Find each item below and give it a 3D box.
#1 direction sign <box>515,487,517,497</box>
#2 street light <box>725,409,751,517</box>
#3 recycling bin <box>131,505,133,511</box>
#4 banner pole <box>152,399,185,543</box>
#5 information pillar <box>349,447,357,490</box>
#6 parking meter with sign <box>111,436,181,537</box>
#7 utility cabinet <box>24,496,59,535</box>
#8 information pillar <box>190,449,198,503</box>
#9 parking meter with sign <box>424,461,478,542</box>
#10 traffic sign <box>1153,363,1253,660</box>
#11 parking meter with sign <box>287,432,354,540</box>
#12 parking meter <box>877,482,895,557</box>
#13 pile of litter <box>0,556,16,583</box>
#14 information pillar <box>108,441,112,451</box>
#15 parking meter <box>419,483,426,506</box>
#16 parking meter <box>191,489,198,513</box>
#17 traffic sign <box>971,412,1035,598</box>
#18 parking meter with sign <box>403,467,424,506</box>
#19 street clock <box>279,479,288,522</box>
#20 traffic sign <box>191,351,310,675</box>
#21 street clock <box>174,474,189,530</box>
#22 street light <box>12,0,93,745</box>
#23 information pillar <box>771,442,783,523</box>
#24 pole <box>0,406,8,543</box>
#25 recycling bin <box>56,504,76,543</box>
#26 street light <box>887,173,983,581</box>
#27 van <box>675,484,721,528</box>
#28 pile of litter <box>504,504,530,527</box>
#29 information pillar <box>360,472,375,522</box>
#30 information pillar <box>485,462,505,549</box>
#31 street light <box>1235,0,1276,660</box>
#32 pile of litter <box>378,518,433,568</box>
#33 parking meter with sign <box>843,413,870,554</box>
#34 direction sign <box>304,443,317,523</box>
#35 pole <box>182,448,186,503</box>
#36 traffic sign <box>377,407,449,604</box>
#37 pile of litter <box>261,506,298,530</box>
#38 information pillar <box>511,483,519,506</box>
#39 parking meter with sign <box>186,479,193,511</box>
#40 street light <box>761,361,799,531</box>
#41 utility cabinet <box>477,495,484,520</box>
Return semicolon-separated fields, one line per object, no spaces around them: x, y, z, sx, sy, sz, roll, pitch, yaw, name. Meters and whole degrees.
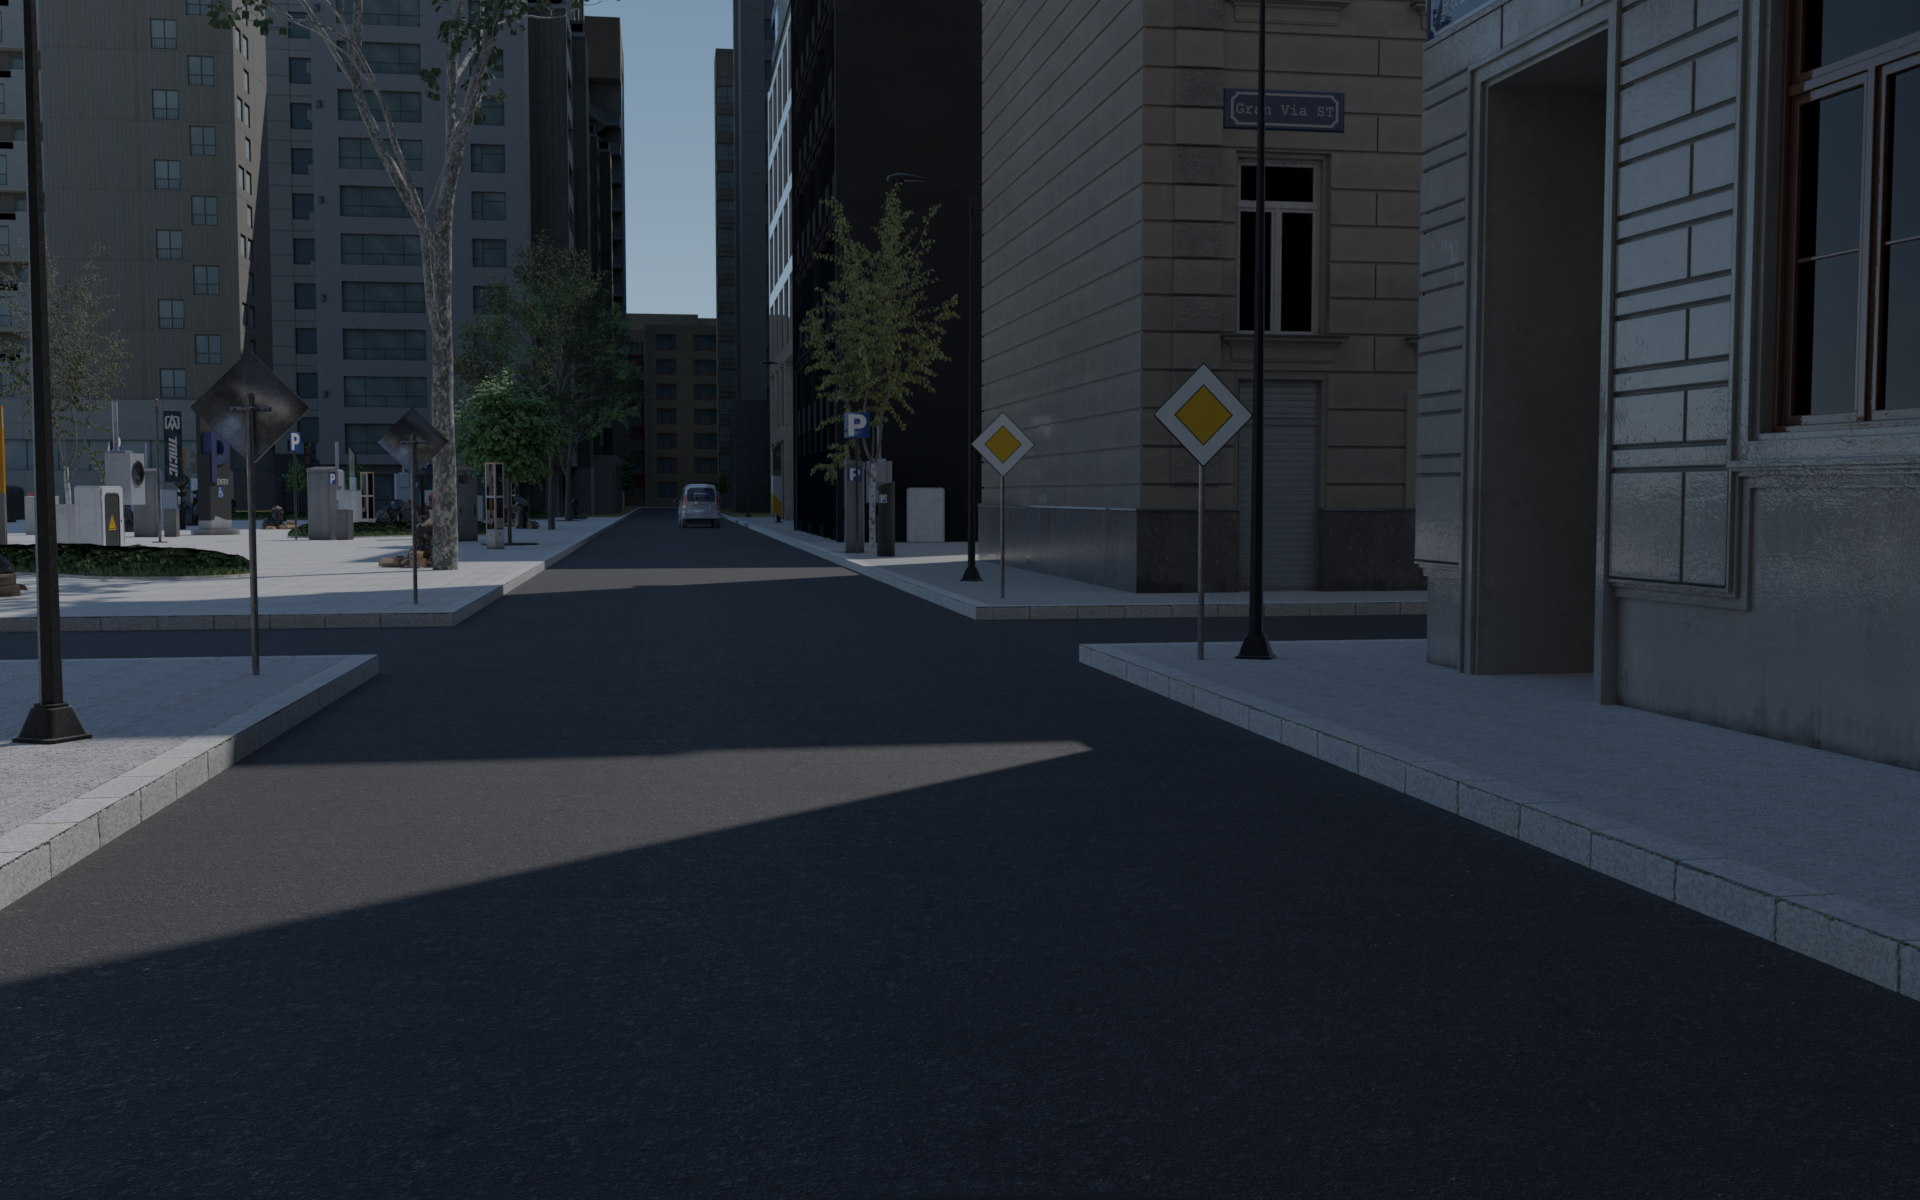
-18.323;-4.862;71.491;0.379;3.537;0.876;1;4;13;direction sign
-12.208;-7.506;95.258;1.470;5.913;1.316;-1;4;-10;street light
-37.212;-4.053;78.814;0.722;1.027;0.722;3;5;41;recycling bin
-20.928;-3.407;45.728;0.863;3.779;0.401;-3;5;-41;banner pole
-30.036;-5.770;85.696;0.504;3.616;0.183;3;4;37;information pillar
-24.257;-3.388;51.658;1.738;3.016;0.543;0;4;-6;parking meter with sign
-29.001;-2.664;54.714;1.020;1.237;0.306;1;4;10;utility cabinet
-40.063;-6.082;90.796;0.504;3.616;0.183;0;4;-1;information pillar
-13.488;-3.096;46.878;0.543;3.016;1.738;3;5;45;parking meter with sign
1.861;-0.594;13.356;0.795;2.450;0.064;-1;4;-10;traffic sign
-17.860;-3.193;48.470;1.738;3.016;0.543;1;4;11;parking meter with sign
-1.525;-1.663;35.602;0.372;1.533;0.369;0;3;0;parking meter
-13.587;-0.578;23.423;1.176;0.858;1.719;3;4;37;pile of litter
-37.415;-5.196;76.303;0.183;3.616;0.504;-3;4;-37;information pillar
-27.721;-5.117;89.382;0.399;1.863;0.255;-2;4;-24;parking meter
-39.067;-4.896;88.466;0.372;1.533;0.369;0;3;0;parking meter
0.519;-1.076;21.228;0.795;2.450;0.064;-1;4;-10;traffic sign
-26.532;-5.347;83.677;1.738;3.016;0.543;1;4;13;parking meter with sign
-31.536;-4.660;80.761;0.358;2.002;0.471;-1;4;-21;street clock
-4.988;-0.524;12.214;0.795;2.450;0.064;-1;4;-10;traffic sign
-28.135;-3.550;62.609;0.471;2.002;0.358;0;4;-4;street clock
-4.197;-2.226;8.934;1.470;5.913;1.316;-1;4;-10;street light
-8.224;-5.284;77.752;0.504;3.616;0.183;-3;5;-41;information pillar
-22.292;-2.839;40.254;0.158;3.312;0.155;0;3;0;pole
-22.222;-1.858;42.933;0.722;1.027;0.722;3;5;43;recycling bin
-0.365;-3.230;25.348;1.470;5.913;1.316;-1;4;-10;street light
-11.282;-4.146;74.806;2.013;2.044;4.112;-1;4;-12;van
-19.513;-3.665;73.881;1.719;0.858;1.176;1;4;19;pile of litter
-19.836;-3.272;57.996;0.304;2.012;0.304;2;4;28;information pillar
-10.831;-2.192;40.332;0.304;2.012;0.304;2;4;27;information pillar
1.780;-2.493;13.294;1.470;5.913;1.316;-1;4;-10;street light
-9.612;-1.009;30.464;1.176;0.858;1.719;-2;4;-27;pile of litter
-2.298;-2.548;37.925;0.543;3.016;1.738;0;4;-6;parking meter with sign
-28.844;-5.195;76.938;0.379;3.537;0.876;1;4;14;direction sign
-34.699;-5.113;77.435;0.158;3.312;0.155;0;3;0;pole
-6.330;-1.006;20.086;0.795;2.450;0.064;-1;4;-10;traffic sign
-24.705;-3.008;63.145;1.719;0.858;1.176;-3;5;-39;pile of litter
-23.563;-5.334;91.702;0.304;2.012;0.304;1;4;10;information pillar
-39.074;-5.558;87.136;0.543;3.016;1.738;-3;5;-41;parking meter with sign
-6.249;-5.387;60.610;1.470;5.913;1.316;-1;4;-10;street light
-22.344;-4.253;80.692;0.306;1.237;1.020;-1;4;-12;utility cabinet
